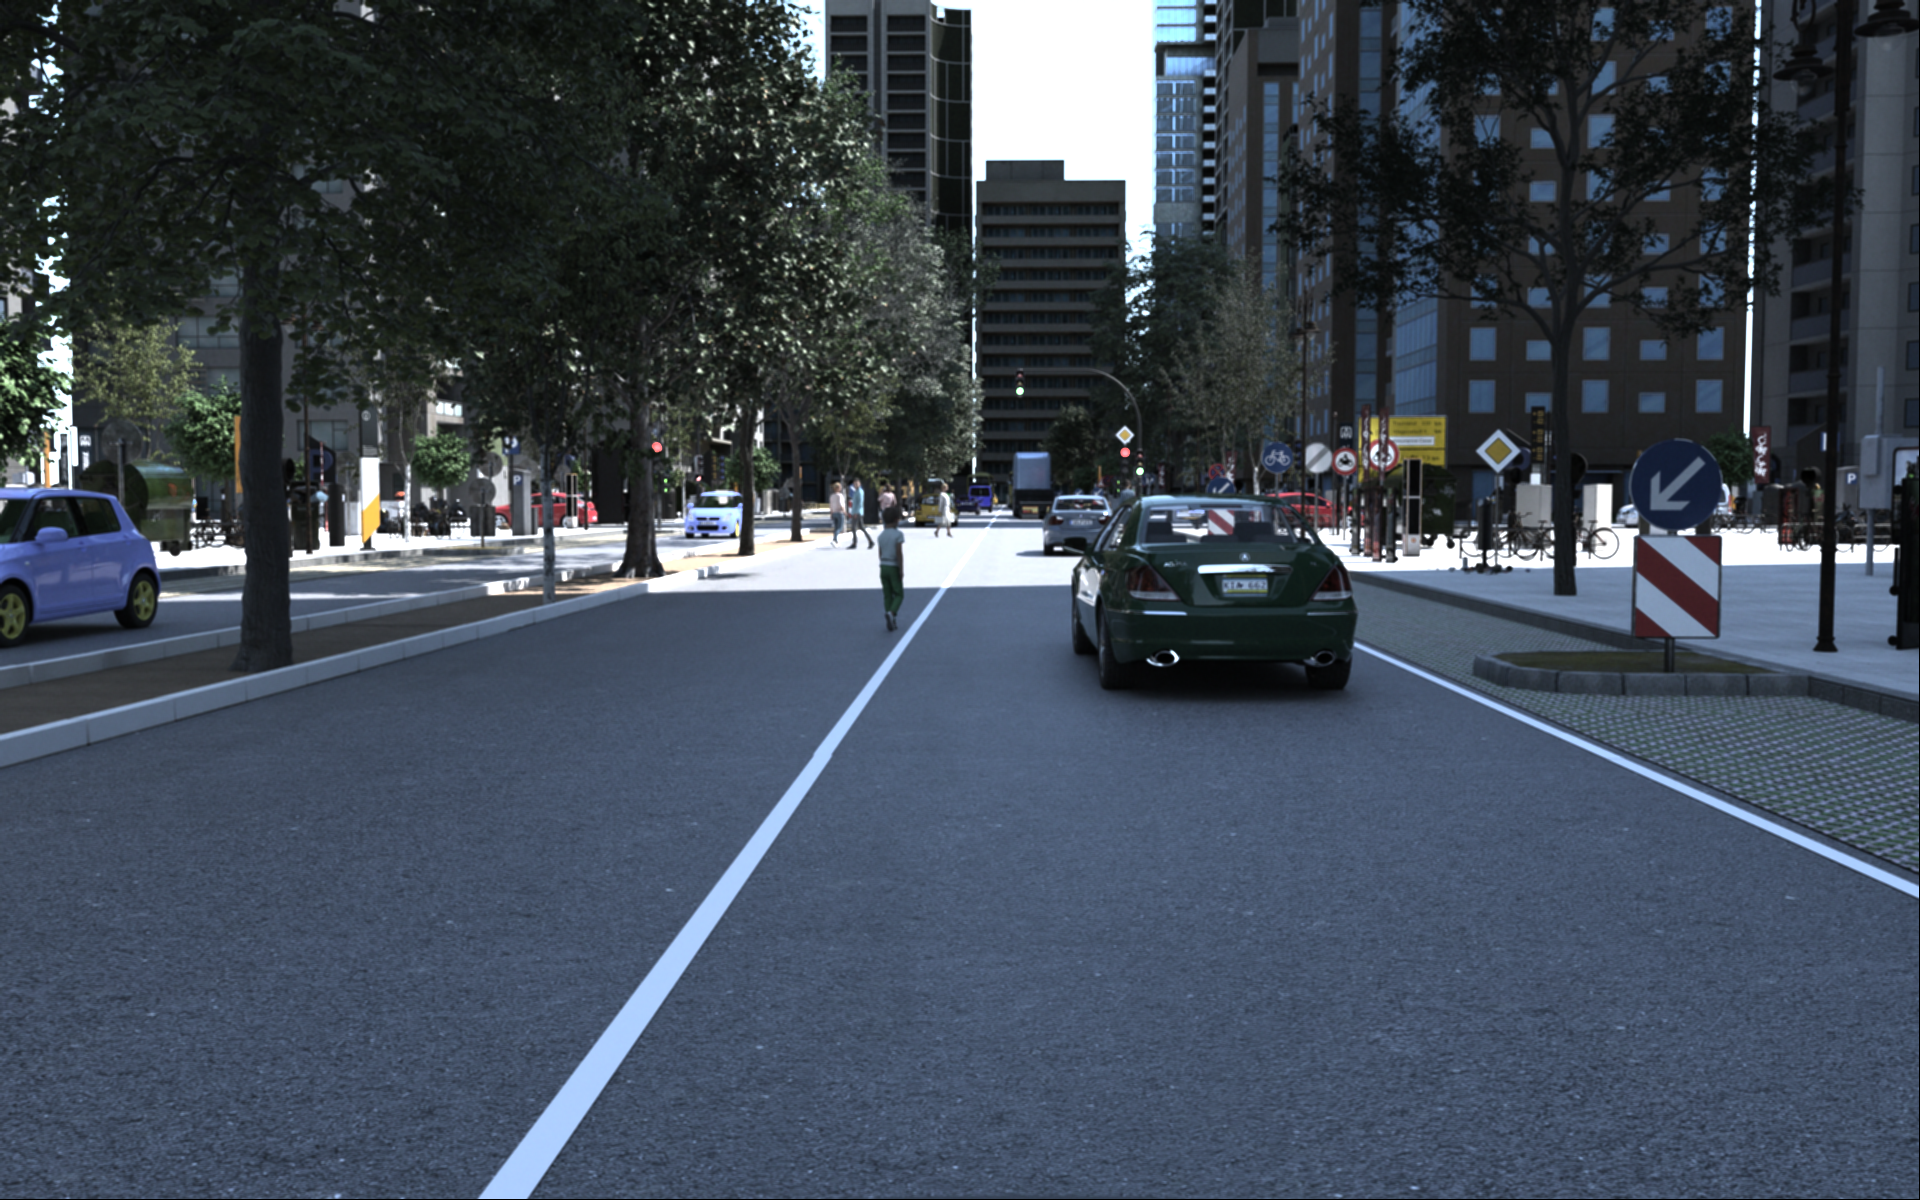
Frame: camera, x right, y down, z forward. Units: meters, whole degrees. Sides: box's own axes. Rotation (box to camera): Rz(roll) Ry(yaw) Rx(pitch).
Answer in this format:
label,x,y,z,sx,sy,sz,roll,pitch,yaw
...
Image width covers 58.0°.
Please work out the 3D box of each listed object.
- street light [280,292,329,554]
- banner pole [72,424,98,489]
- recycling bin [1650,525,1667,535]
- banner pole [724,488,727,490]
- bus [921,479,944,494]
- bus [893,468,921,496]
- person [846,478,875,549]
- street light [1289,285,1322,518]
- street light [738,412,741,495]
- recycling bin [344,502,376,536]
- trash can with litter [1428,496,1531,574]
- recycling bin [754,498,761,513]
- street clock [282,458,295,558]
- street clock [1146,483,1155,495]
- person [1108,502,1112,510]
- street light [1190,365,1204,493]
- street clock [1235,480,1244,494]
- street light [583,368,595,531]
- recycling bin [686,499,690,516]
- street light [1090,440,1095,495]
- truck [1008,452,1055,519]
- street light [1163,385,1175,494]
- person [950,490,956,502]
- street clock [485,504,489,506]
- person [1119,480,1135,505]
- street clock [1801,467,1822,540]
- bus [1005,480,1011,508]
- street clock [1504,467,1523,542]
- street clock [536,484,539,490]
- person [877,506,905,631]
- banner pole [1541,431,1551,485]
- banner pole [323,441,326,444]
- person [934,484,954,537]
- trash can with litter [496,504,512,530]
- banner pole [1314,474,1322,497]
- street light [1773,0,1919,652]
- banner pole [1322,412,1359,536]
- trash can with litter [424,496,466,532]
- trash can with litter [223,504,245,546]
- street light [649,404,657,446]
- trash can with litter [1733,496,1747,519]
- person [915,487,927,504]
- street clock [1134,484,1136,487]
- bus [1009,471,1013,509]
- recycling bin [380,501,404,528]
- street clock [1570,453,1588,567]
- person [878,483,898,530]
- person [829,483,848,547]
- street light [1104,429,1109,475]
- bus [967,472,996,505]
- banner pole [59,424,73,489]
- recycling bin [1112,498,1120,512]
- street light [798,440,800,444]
label,x,y,z,sx,sy,sz,roll,pitch,yaw
street light,-13.884,-3.914,36.780,0.468,5.910,1.993,0,4,2
banner pole,-31.181,-4.410,62.126,0.401,3.779,0.863,2,4,35
recycling bin,20.499,-2.319,50.462,0.722,1.027,0.722,1,4,22
banner pole,-19.420,-9.337,142.680,0.863,3.779,0.401,3,5,43
bus,-3.205,-12.995,207.333,2.948,3.499,13.247,0,4,0
bus,-5.193,-10.148,157.468,2.896,3.916,12.252,0,4,3
person,-2.597,-2.245,45.073,0.748,1.841,0.638,0,4,3
street light,7.662,-4.023,38.559,0.468,5.910,1.993,0,4,2
street light,-12.170,-7.537,96.025,0.468,5.910,1.993,0,4,2
recycling bin,-18.492,-2.493,53.318,0.722,1.027,0.722,2,4,32
trash can with litter,8.568,-1.076,28.654,1.678,1.210,2.233,1,4,18
recycling bin,-13.633,-6.256,114.845,0.722,1.027,0.722,1,4,15
street clock,-13.502,-1.841,34.676,0.358,2.002,0.471,0,4,2
street clock,10.946,-5.798,99.369,0.471,2.002,0.358,2,4,35
person,4.246,-2.262,50.504,0.505,1.210,0.382,1,4,21
street light,8.568,-5.480,62.381,0.468,5.910,1.993,0,4,2
street clock,14.682,-5.302,91.263,0.471,2.002,0.358,2,4,34
street light,-13.158,-5.382,60.790,0.468,5.910,1.993,0,4,2
recycling bin,-17.575,-6.189,113.745,0.722,1.027,0.722,-1,4,-11
street light,11.025,-10.520,144.789,0.468,5.910,1.993,0,4,2
truck,4.628,-7.084,105.587,2.967,4.110,18.799,0,4,0
street light,8.833,-6.148,73.308,0.468,5.910,1.993,0,4,2
person,-0.713,-9.704,167.238,0.705,1.814,1.350,1,4,18
street clock,-24.139,-5.127,88.391,0.358,2.002,0.471,3,5,44
person,4.565,-2.365,47.184,0.581,1.822,0.654,-1,4,-9
street clock,22.699,-2.549,46.242,0.358,2.002,0.471,-2,4,-25
bus,6.240,-11.395,181.165,2.948,3.499,13.247,0,4,0
street clock,14.889,-2.574,46.659,0.471,2.002,0.358,-2,4,-28
street clock,-26.639,-6.382,108.908,0.358,2.002,0.471,0,4,4
person,-0.726,-0.330,18.148,0.306,1.304,0.590,1,4,9
banner pole,20.354,-4.294,60.223,0.401,3.779,0.863,3,5,44
banner pole,-30.184,-5.644,82.300,0.401,3.779,0.863,-1,4,-12
person,-0.535,-2.966,57.342,0.624,1.780,0.694,2,4,34
trash can with litter,-15.951,-3.080,61.751,1.055,1.170,0.624,-3,5,-42
banner pole,20.426,-6.634,98.476,0.863,3.779,0.401,-2,4,-31
street light,7.065,-2.518,13.959,0.468,5.910,1.993,0,4,2
banner pole,11.710,-3.866,53.232,0.863,3.779,0.401,-1,4,-13
trash can with litter,-18.215,-2.980,59.786,1.678,1.210,2.233,-3,5,-42
trash can with litter,-17.953,-1.963,43.490,0.624,1.170,1.055,1,4,18
street light,-12.802,-6.054,71.765,0.468,5.910,1.993,0,4,2
trash can with litter,40.155,-4.755,89.138,0.624,1.170,1.055,2,4,29
person,-1.890,-4.691,85.559,0.716,1.782,0.532,0,4,1
street clock,12.767,-7.389,125.386,0.471,2.002,0.358,0,4,-1
bus,6.062,-10.652,165.705,2.896,3.916,12.252,0,4,3
recycling bin,-20.793,-3.116,63.505,0.722,1.027,0.722,0,4,-4
street clock,10.822,-1.594,30.633,0.471,2.002,0.358,2,4,28
person,-2.104,-2.640,52.249,0.593,1.750,0.643,-3,5,-39
person,-3.307,-2.285,46.529,0.731,1.740,0.598,2,4,33
street light,10.294,-9.063,120.962,0.468,5.910,1.993,0,4,2
bus,2.379,-12.518,196.220,2.896,3.916,12.252,0,4,3
banner pole,-32.091,-4.421,62.302,0.863,3.779,0.401,2,4,27
recycling bin,10.058,-5.884,108.764,0.722,1.027,0.722,-3,4,-36
street light,-11.355,-9.012,120.130,0.468,5.910,1.993,0,4,2
